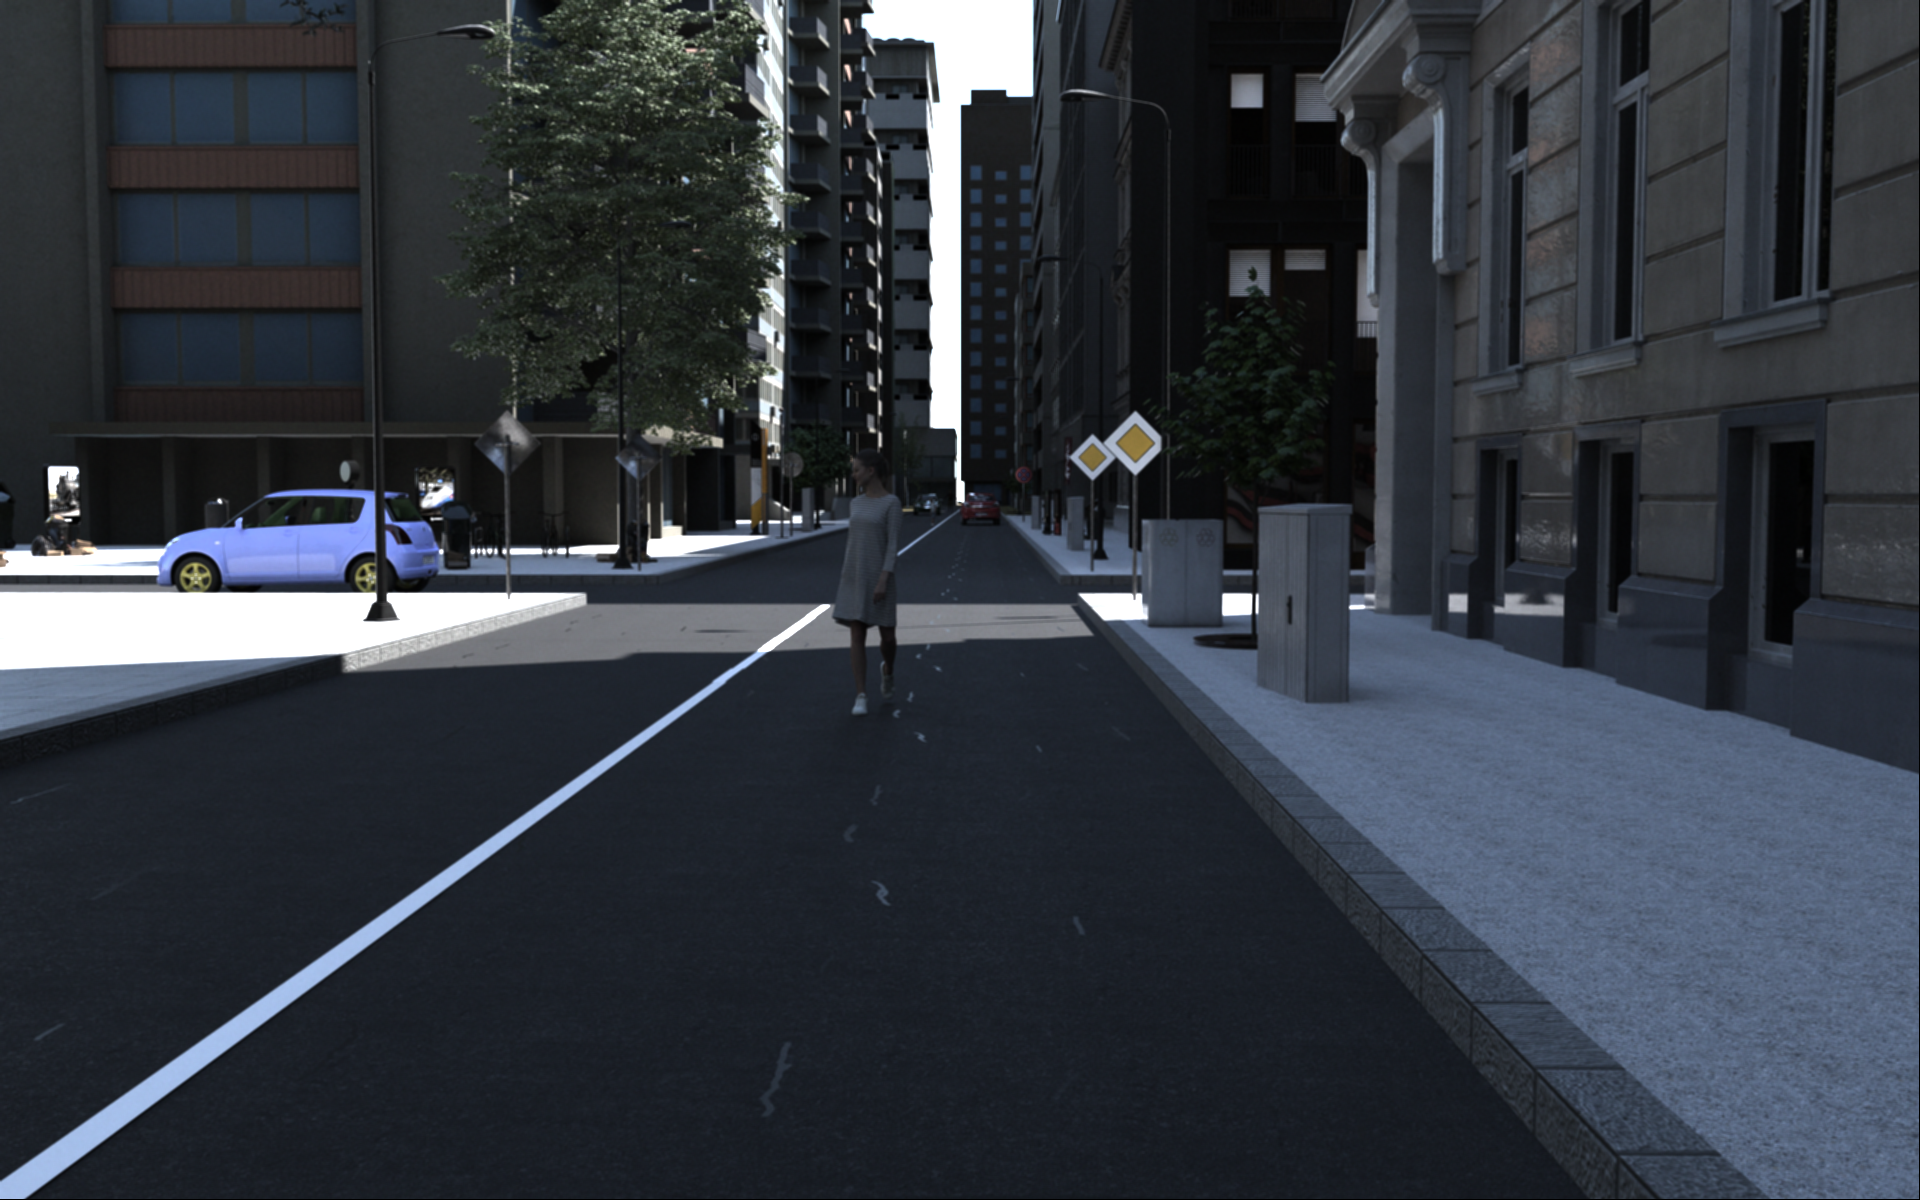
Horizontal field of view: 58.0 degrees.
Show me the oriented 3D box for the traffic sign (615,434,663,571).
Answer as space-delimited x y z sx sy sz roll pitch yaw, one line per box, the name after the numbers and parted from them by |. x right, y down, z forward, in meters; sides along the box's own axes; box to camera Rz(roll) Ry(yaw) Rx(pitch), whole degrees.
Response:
-5.348 -1.542 28.852 0.795 2.450 0.064 0 4 1 | traffic sign

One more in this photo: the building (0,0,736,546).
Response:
-18.018 -24.466 54.646 22.147 44.769 28.867 0 4 1 | building

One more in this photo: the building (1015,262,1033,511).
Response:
18.639 -18.255 143.504 27.650 21.520 28.899 0 4 1 | building

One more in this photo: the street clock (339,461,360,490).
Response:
-13.201 -2.014 37.501 0.471 2.002 0.358 3 5 41 | street clock

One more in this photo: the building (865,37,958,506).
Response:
-14.132 -37.489 202.187 27.495 52.752 28.713 0 4 1 | building

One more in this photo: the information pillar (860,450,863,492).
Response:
-5.199 -6.115 91.333 0.183 3.616 0.504 0 4 2 | information pillar

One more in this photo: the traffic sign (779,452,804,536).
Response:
-5.141 -3.217 52.710 0.768 2.556 0.104 1 4 8 | traffic sign

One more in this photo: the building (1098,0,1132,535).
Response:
10.013 -11.425 51.429 10.561 19.102 19.286 0 4 1 | building

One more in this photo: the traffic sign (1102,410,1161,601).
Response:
2.094 -1.047 20.753 0.795 2.450 0.064 0 4 1 | traffic sign

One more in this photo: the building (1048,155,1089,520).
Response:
10.037 -15.015 94.654 9.793 20.994 18.267 0 4 1 | building

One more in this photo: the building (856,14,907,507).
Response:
-21.099 -52.185 165.904 31.000 86.520 22.319 0 4 1 | building

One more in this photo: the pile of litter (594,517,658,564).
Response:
-6.313 -1.146 32.701 1.176 0.858 1.719 -1 4 -10 | pile of litter

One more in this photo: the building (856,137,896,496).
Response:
-12.612 -22.526 139.994 14.160 30.474 14.107 0 4 1 | building

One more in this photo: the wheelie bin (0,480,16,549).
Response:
-22.460 -1.981 40.302 0.980 1.594 0.693 1 4 23 | wheelie bin

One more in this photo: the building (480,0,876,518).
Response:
-17.266 -28.351 118.167 22.147 44.769 28.867 0 4 1 | building

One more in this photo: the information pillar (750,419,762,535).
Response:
-6.324 -3.843 54.189 0.504 3.616 0.183 -1 4 -20 | information pillar

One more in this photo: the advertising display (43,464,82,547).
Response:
-19.541 -1.989 37.727 0.123 1.923 0.974 1 4 14 | advertising display

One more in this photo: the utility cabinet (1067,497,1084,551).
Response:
2.630 -1.738 39.581 0.306 1.237 1.020 0 4 -2 | utility cabinet

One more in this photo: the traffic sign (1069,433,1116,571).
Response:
2.195 -1.535 28.737 0.795 2.450 0.064 0 4 1 | traffic sign

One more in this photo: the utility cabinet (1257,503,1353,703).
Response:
2.186 0.003 11.109 0.306 1.237 1.020 0 4 -7 | utility cabinet

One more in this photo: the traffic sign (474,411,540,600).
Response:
-5.449 -1.054 20.868 0.795 2.450 0.064 0 4 1 | traffic sign

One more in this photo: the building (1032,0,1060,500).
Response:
15.939 -30.202 117.508 21.300 48.544 21.600 0 4 1 | building

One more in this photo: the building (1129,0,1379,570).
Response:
11.867 -12.528 34.512 15.834 23.373 12.332 0 4 1 | building

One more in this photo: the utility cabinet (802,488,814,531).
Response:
-5.194 -3.084 59.095 0.318 1.500 1.173 0 4 2 | utility cabinet

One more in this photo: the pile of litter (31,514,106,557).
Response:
-18.593 -1.356 36.132 1.176 0.858 1.719 2 4 29 | pile of litter

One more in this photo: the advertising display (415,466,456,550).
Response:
-12.042 -2.116 39.809 0.123 1.923 0.974 3 5 41 | advertising display

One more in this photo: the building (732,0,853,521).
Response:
-22.034 -24.301 89.204 32.217 40.220 23.993 0 4 1 | building

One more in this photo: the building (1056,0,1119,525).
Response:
11.669 -17.079 72.755 14.314 27.812 24.014 0 4 1 | building

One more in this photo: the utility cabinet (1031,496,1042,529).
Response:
2.818 -3.206 63.577 0.306 1.237 1.020 0 4 8 | utility cabinet

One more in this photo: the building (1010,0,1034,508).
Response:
15.259 -44.585 167.219 20.563 71.187 20.611 0 4 1 | building

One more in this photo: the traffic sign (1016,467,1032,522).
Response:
2.952 -4.899 80.210 0.768 2.556 0.104 0 4 1 | traffic sign

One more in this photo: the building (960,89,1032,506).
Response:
7.195 -33.328 195.025 14.200 45.320 14.600 0 4 1 | building
